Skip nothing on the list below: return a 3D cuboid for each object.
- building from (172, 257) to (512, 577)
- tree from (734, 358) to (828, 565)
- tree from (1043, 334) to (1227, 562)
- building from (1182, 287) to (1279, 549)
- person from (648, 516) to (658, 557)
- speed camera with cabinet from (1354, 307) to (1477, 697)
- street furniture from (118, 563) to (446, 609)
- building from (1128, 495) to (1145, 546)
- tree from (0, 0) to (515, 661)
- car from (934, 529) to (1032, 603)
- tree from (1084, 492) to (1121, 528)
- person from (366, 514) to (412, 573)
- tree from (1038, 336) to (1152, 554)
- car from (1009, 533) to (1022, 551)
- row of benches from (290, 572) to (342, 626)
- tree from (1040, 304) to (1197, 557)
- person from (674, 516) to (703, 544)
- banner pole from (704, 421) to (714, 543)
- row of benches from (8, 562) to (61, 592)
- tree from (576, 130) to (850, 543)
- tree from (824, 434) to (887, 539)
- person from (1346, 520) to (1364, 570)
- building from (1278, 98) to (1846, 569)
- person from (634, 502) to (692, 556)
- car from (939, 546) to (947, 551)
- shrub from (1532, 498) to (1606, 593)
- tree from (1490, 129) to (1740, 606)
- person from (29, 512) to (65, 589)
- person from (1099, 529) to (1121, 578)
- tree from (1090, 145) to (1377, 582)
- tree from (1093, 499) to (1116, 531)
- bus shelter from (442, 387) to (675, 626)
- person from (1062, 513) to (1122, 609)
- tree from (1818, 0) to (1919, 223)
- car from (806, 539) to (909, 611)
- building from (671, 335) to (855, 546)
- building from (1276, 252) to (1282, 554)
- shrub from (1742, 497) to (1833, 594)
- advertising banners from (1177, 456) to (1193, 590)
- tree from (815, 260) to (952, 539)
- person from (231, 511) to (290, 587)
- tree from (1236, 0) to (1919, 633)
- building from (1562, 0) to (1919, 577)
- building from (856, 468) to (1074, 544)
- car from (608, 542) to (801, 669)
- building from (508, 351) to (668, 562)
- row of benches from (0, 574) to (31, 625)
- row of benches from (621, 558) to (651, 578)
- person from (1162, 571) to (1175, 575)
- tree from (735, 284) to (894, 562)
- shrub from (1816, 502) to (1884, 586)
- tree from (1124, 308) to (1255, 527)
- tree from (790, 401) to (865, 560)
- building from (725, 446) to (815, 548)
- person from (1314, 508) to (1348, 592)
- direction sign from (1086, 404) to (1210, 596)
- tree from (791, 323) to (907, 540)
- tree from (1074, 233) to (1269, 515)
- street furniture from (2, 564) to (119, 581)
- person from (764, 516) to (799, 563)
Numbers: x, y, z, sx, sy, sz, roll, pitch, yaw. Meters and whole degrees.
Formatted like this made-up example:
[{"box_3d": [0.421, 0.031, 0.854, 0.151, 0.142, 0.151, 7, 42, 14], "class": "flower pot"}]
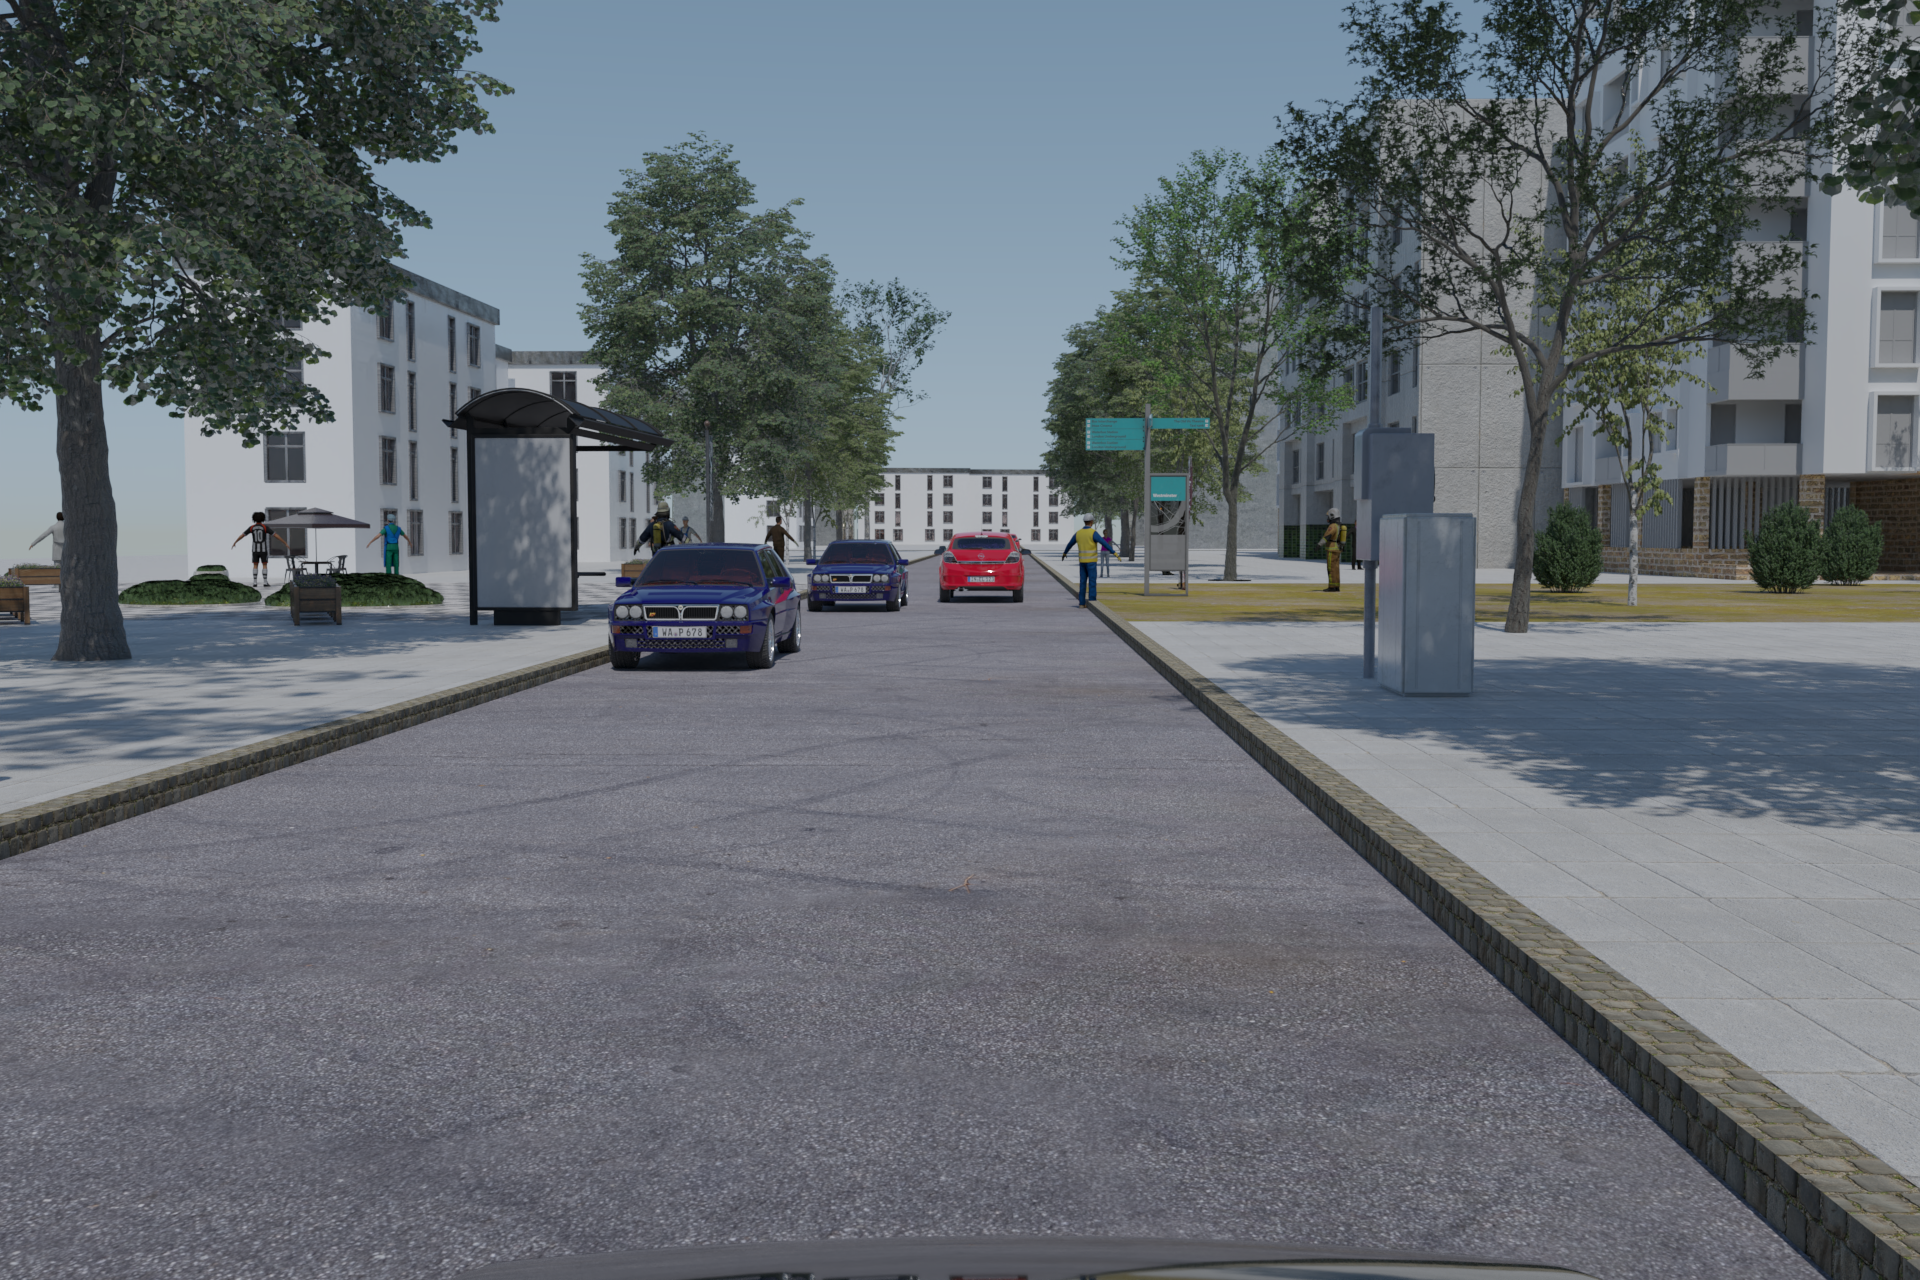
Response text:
[{"box_3d": [-21.697, -7.508, 64.907, 9.099, 9.664, 28.070, 0, 4, 2], "class": "building"}, {"box_3d": [-7.094, -7.404, 71.418, 4.360, 8.622, 3.978, 0, 3, 0], "class": "tree"}, {"box_3d": [8.069, -8.925, 80.329, 8.767, 10.594, 7.601, -1, 4, -12], "class": "tree"}, {"box_3d": [27.372, -19.978, 157.571, 19.493, 23.208, 18.063, 0, 4, 2], "class": "building"}, {"box_3d": [-8.879, -2.700, 50.340, 0.705, 1.806, 1.347, -1, 4, -15], "class": "person"}, {"box_3d": [3.800, -1.235, 14.524, 0.660, 3.252, 2.038, 0, 4, 2], "class": "speed camera with cabinet"}, {"box_3d": [-13.031, -1.126, 34.029, 5.734, 0.657, 10.072, -1, 4, -16], "class": "street furniture"}, {"box_3d": [28.514, -22.347, 196.301, 19.493, 23.208, 18.063, 0, 4, 2], "class": "building"}, {"box_3d": [-8.880, -6.764, 17.251, 9.857, 13.997, 8.962, 0, 3, 0], "class": "tree"}, {"box_3d": [0.489, -1.755, 37.738, 2.155, 1.783, 4.494, 0, 4, 1], "class": "car"}, {"box_3d": [19.426, -18.446, 219.715, 7.486, 12.596, 7.792, 0, 3, 0], "class": "tree"}, {"box_3d": [-15.432, -2.498, 46.971, 0.704, 1.817, 1.347, 3, 5, 41], "class": "person"}, {"box_3d": [9.349, -12.403, 109.439, 9.857, 13.997, 8.962, 0, 3, 0], "class": "tree"}, {"box_3d": [3.556, -7.378, 129.668, 2.155, 1.783, 4.494, 0, 4, 0], "class": "car"}, {"box_3d": [-9.767, -0.656, 26.188, 1.422, 0.672, 4.104, -1, 4, -22], "class": "row of benches"}, {"box_3d": [9.032, -11.511, 94.852, 9.857, 13.997, 8.962, 0, 3, 0], "class": "tree"}, {"box_3d": [-8.745, -3.014, 55.142, 1.347, 1.847, 0.705, 1, 4, 19], "class": "person"}, {"box_3d": [-5.574, -2.971, 38.594, 0.401, 3.779, 0.863, 0, 4, 3], "class": "banner pole"}, {"box_3d": [-21.192, -1.297, 36.671, 4.104, 0.672, 1.422, -3, 5, -40], "class": "row of benches"}, {"box_3d": [-7.771, -9.098, 55.405, 9.857, 13.997, 8.962, 0, 3, 0], "class": "tree"}, {"box_3d": [-7.027, -9.410, 104.218, 4.360, 8.622, 3.978, 0, 3, 0], "class": "tree"}, {"box_3d": [14.212, -3.408, 61.942, 1.346, 1.802, 0.704, -1, 4, -19], "class": "person"}, {"box_3d": [25.594, -13.002, 79.046, 16.747, 18.905, 31.486, 0, 4, 1], "class": "building"}, {"box_3d": [-5.271, -1.537, 30.906, 1.354, 1.856, 0.705, 1, 4, 21], "class": "person"}, {"box_3d": [0.402, -2.542, 53.360, 2.131, 1.459, 4.920, 0, 4, 1], "class": "car"}, {"box_3d": [13.231, -2.063, 37.775, 1.661, 2.075, 1.752, 0, 3, 0], "class": "shrub"}, {"box_3d": [11.834, -4.917, 30.749, 4.737, 8.622, 4.395, 0, 3, 0], "class": "tree"}, {"box_3d": [-21.230, -2.124, 40.913, 1.347, 1.806, 0.705, -3, 5, -39], "class": "person"}, {"box_3d": [4.258, -2.552, 50.998, 0.991, 1.433, 0.599, 0, 4, -5], "class": "person"}, {"box_3d": [7.347, -7.394, 46.646, 9.928, 11.665, 9.643, 0, 3, 0], "class": "tree"}, {"box_3d": [9.911, -10.687, 125.099, 4.360, 8.622, 3.978, 0, 3, 0], "class": "tree"}, {"box_3d": [-6.000, -2.006, 26.725, 2.014, 3.302, 5.546, 0, 4, 3], "class": "bus shelter"}, {"box_3d": [2.483, -1.523, 33.322, 1.349, 1.833, 0.705, 3, 4, 37], "class": "person"}, {"box_3d": [6.887, -6.127, 6.840, 9.857, 13.997, 8.962, 0, 3, 0], "class": "tree"}, {"box_3d": [-1.931, -1.267, 33.298, 1.945, 1.354, 3.894, 0, 4, 1], "class": "car"}, {"box_3d": [-22.030, -22.426, 197.594, 19.493, 23.208, 18.063, 0, 4, 1], "class": "building"}, {"box_3d": [25.144, -15.414, 108.433, 16.016, 20.090, 11.380, 0, 4, 1], "class": "building"}, {"box_3d": [17.864, -2.042, 37.425, 1.661, 2.075, 1.752, 0, 3, 0], "class": "shrub"}, {"box_3d": [5.150, -2.659, 39.670, 0.090, 3.025, 2.074, 0, 3, 0], "class": "advertising banners"}, {"box_3d": [-7.255, -16.151, 119.959, 12.611, 20.169, 13.585, 0, 3, 0], "class": "tree"}, {"box_3d": [-16.948, -2.189, 41.939, 1.345, 1.843, 0.704, -1, 4, -11], "class": "person"}, {"box_3d": [7.369, -5.351, 21.899, 8.767, 10.594, 7.601, -2, 4, -26], "class": "tree"}, {"box_3d": [26.693, -12.457, 60.097, 16.016, 20.090, 11.380, 0, 4, 1], "class": "building"}, {"box_3d": [0.695, -16.872, 220.456, 28.070, 9.664, 9.099, 0, 4, -6], "class": "building"}, {"box_3d": [-2.832, -0.434, 19.682, 1.945, 1.354, 3.894, 0, 4, 1], "class": "car"}, {"box_3d": [-20.282, -9.262, 93.578, 9.099, 9.664, 28.070, 0, 4, 1], "class": "building"}, {"box_3d": [-14.388, -0.638, 25.897, 1.422, 0.672, 4.104, -2, 4, -31], "class": "row of benches"}, {"box_3d": [-7.990, -1.810, 45.063, 1.422, 0.672, 4.104, 0, 4, 5], "class": "row of benches"}, {"box_3d": [6.466, -2.918, 53.835, 0.705, 1.813, 1.348, 3, 4, 36], "class": "person"}, {"box_3d": [-6.890, -9.817, 78.639, 7.486, 12.596, 7.792, 0, 3, 0], "class": "tree"}, {"box_3d": [22.029, -2.382, 42.982, 1.661, 2.075, 1.752, 0, 3, 0], "class": "shrub"}, {"box_3d": [7.586, -6.546, 57.386, 4.737, 8.622, 4.395, 0, 3, 0], "class": "tree"}, {"box_3d": [-6.982, -8.267, 85.522, 4.737, 8.622, 4.395, 0, 3, 0], "class": "tree"}, {"box_3d": [-18.550, -13.847, 168.539, 9.099, 9.664, 28.070, 0, 4, 2], "class": "building"}, {"box_3d": [8.265, -1.998, 38.430, 0.705, 1.858, 1.354, 3, 4, 37], "class": "person"}, {"box_3d": [3.824, -2.830, 35.033, 2.525, 3.948, 1.411, 0, 4, 2], "class": "direction sign"}, {"box_3d": [-6.705, -10.731, 93.574, 7.486, 12.596, 7.792, 0, 3, 0], "class": "tree"}, {"box_3d": [8.101, -9.055, 66.182, 7.486, 12.596, 7.792, 0, 3, 0], "class": "tree"}, {"box_3d": [-27.943, -1.832, 45.573, 10.072, 0.657, 5.734, 1, 4, 12], "class": "street furniture"}, {"box_3d": [-5.358, -2.770, 51.430, 1.346, 1.812, 0.704, 3, 4, 36], "class": "person"}]
